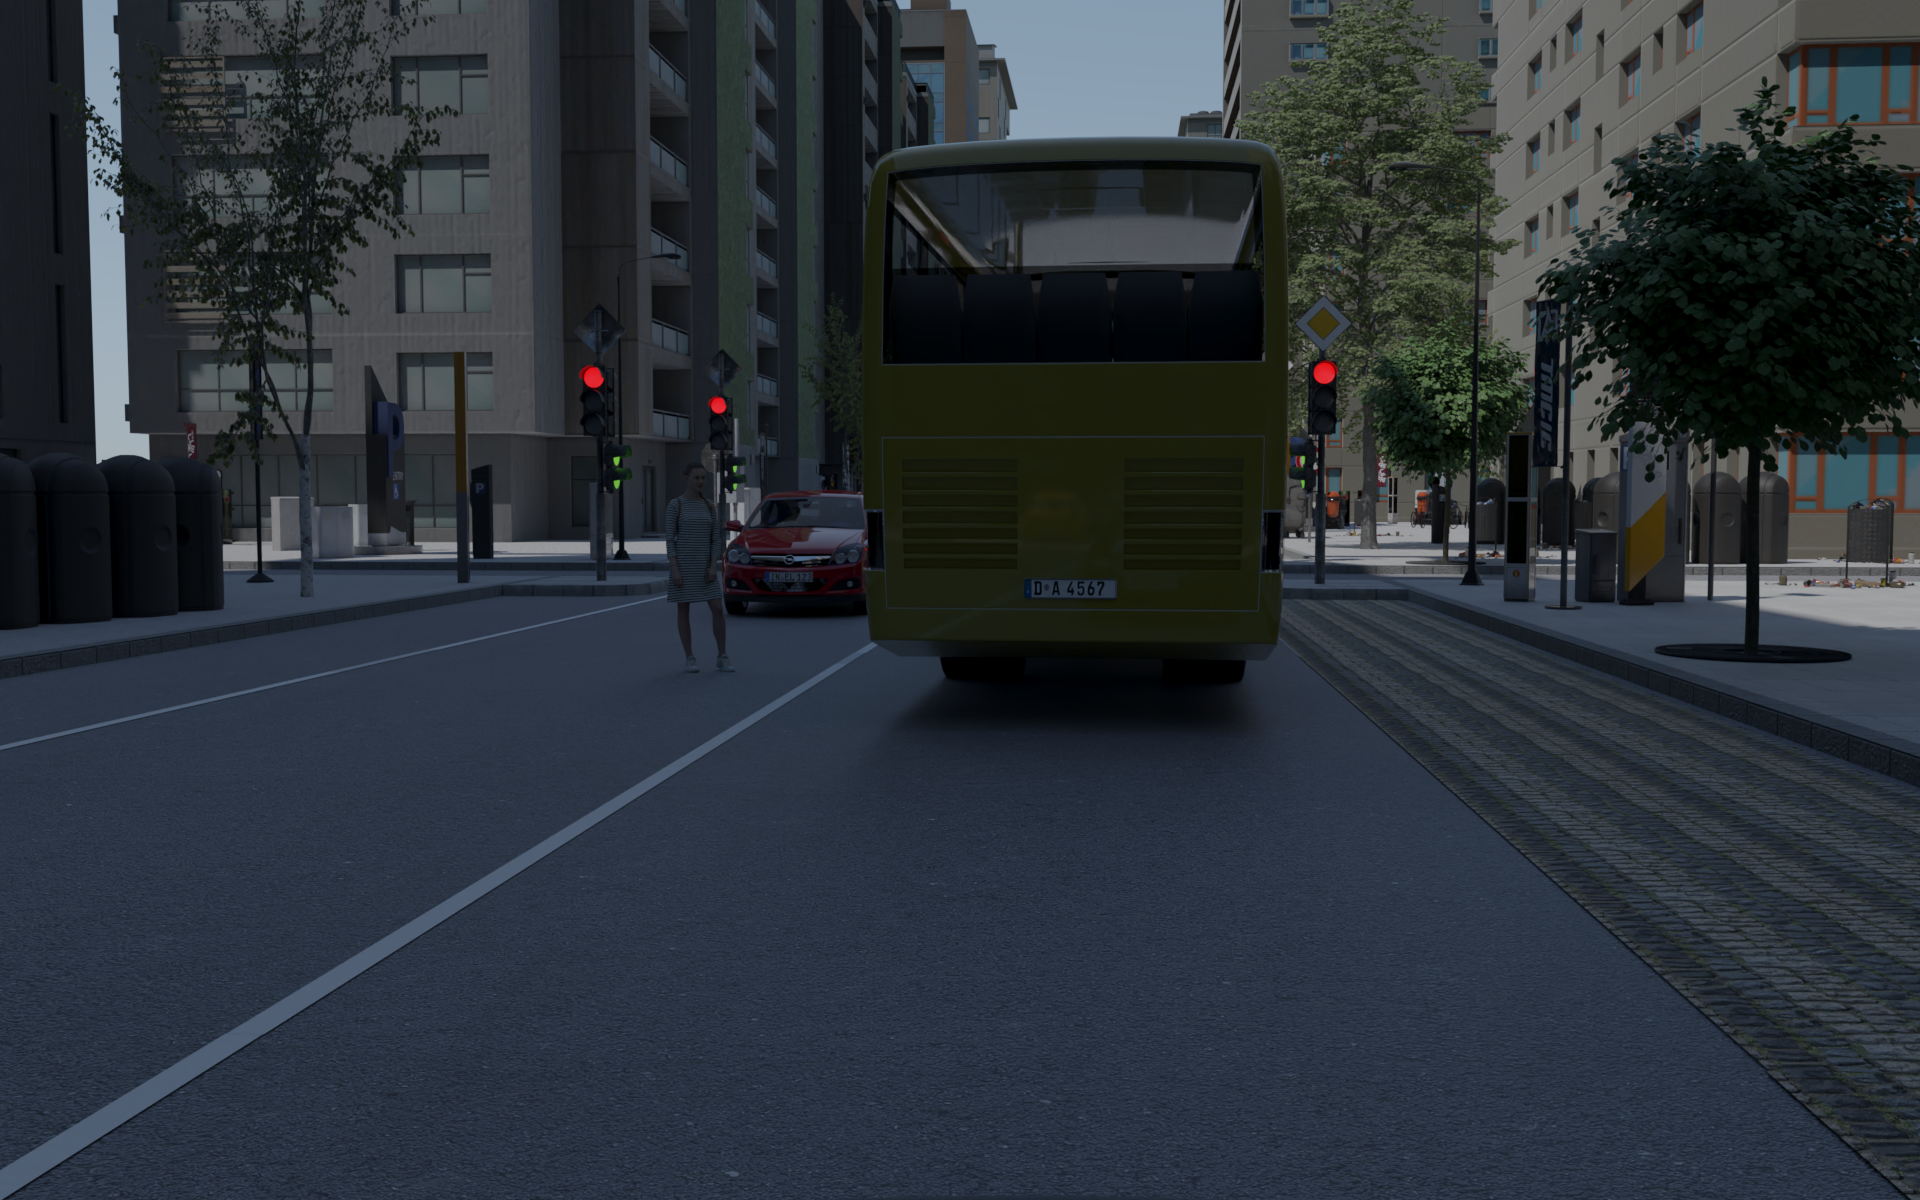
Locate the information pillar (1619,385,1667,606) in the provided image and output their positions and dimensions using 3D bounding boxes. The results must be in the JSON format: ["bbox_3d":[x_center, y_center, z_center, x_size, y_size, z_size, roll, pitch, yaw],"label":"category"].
[{"bbox_3d":[7.893,-1.747,19.916,0.504,3.616,0.183,-1,4,-17],"label":"information pillar"}]

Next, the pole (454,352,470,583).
[{"bbox_3d":[-7.170,-1.902,24.937,0.158,3.312,0.155,0,3,0],"label":"pole"}]

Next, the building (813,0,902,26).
[{"bbox_3d":[-10.936,-19.779,95.089,14.160,30.474,14.107,0,4,5],"label":"building"}]

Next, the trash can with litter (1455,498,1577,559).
[{"bbox_3d":[10.980,-1.460,34.923,2.233,1.210,1.678,0,4,3],"label":"trash can with litter"}]

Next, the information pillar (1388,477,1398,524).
[{"bbox_3d":[18.568,-4.268,74.273,0.304,2.012,0.304,-2,4,-31],"label":"information pillar"}]

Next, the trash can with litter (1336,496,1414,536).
[{"bbox_3d":[12.683,-2.556,52.844,2.233,1.210,1.678,1,4,20],"label":"trash can with litter"}]

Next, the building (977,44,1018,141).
[{"bbox_3d":[-8.042,-37.939,209.533,28.713,52.752,27.495,0,4,5],"label":"building"}]

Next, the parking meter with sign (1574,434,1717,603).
[{"bbox_3d":[8.242,-1.491,20.647,1.738,3.016,0.543,-1,4,-11],"label":"parking meter with sign"}]

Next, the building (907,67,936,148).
[{"bbox_3d":[-9.331,-21.111,116.865,14.160,30.474,14.107,0,4,5],"label":"building"}]

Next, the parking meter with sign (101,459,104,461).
[{"bbox_3d":[-43.862,-5.586,87.586,1.738,3.016,0.543,1,4,13],"label":"parking meter with sign"}]

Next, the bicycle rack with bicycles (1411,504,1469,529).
[{"bbox_3d":[18.214,-3.122,64.431,2.852,0.926,2.925,0,4,2],"label":"bicycle rack with bicycles"}]

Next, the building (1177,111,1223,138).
[{"bbox_3d":[43.734,-39.468,234.540,28.713,52.752,27.495,0,4,5],"label":"building"}]

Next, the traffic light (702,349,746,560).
[{"bbox_3d":[-4.584,-2.727,33.511,0.839,4.253,0.868,0,4,5],"label":"traffic light"}]

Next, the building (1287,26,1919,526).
[{"bbox_3d":[31.516,-15.070,91.439,27.650,21.520,28.899,0,4,5],"label":"building"}]

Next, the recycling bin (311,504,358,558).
[{"bbox_3d":[-12.720,-1.369,34.942,0.722,1.027,0.722,-3,5,-43],"label":"recycling bin"}]

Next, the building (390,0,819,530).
[{"bbox_3d":[-14.142,-23.811,72.903,14.154,41.232,14.086,0,4,5],"label":"building"}]

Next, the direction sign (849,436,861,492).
[{"bbox_3d":[-3.915,-4.653,68.068,0.876,3.537,0.379,1,4,8],"label":"direction sign"}]

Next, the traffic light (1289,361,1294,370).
[{"bbox_3d":[5.837,-2.671,32.596,0.839,4.253,0.868,0,4,5],"label":"traffic light"}]

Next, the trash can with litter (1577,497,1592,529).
[{"bbox_3d":[14.232,-1.812,40.690,2.233,1.210,1.678,-1,4,-22],"label":"trash can with litter"}]

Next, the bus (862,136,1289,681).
[{"bbox_3d":[1.371,-1.509,16.213,2.896,3.916,12.252,0,4,7],"label":"bus"}]

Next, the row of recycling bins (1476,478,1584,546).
[{"bbox_3d":[14.693,-2.232,43.610,3.534,1.692,1.069,3,4,36],"label":"row of recycling bins"}]

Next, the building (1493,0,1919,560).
[{"bbox_3d":[31.759,-12.283,45.868,28.899,21.520,27.650,0,4,5],"label":"building"}]

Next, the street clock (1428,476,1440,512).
[{"bbox_3d":[18.985,-3.966,69.410,0.471,2.002,0.358,1,4,20],"label":"street clock"}]

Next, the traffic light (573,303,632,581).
[{"bbox_3d":[-5.298,-2.241,25.558,0.839,4.253,0.868,0,4,5],"label":"traffic light"}]

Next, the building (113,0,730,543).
[{"bbox_3d":[-14.488,-22.459,50.802,14.154,41.232,14.086,0,4,5],"label":"building"}]

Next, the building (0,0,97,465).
[{"bbox_3d":[-34.256,-16.828,46.847,14.107,30.474,14.160,0,4,5],"label":"building"}]

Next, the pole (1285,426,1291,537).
[{"bbox_3d":[9.690,-3.522,51.425,0.158,3.312,0.155,0,3,0],"label":"pole"}]

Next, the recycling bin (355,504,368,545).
[{"bbox_3d":[-14.687,-1.857,42.918,0.722,1.027,0.722,-3,4,-36],"label":"recycling bin"}]

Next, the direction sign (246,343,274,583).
[{"bbox_3d":[-10.176,-2.023,25.080,0.379,3.537,0.876,-2,4,-31],"label":"direction sign"}]

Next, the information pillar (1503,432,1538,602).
[{"bbox_3d":[6.691,-0.988,20.654,0.304,2.012,0.304,2,4,34],"label":"information pillar"}]

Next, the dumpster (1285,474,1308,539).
[{"bbox_3d":[9.429,-2.725,50.308,1.264,1.857,1.865,0,4,5],"label":"dumpster"}]

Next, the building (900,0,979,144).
[{"bbox_3d":[-5.704,-31.139,159.232,14.600,45.320,14.200,0,4,5],"label":"building"}]

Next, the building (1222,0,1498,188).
[{"bbox_3d":[30.905,-30.914,129.143,21.300,48.544,21.600,0,4,5],"label":"building"}]

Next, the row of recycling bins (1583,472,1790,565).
[{"bbox_3d":[13.478,-1.515,31.875,3.534,1.692,1.069,0,4,-2],"label":"row of recycling bins"}]

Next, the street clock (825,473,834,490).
[{"bbox_3d":[-4.563,-3.427,60.602,0.358,2.002,0.471,1,4,12],"label":"street clock"}]

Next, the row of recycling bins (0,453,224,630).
[{"bbox_3d":[-8.918,-0.657,17.859,1.069,1.692,3.534,1,4,15],"label":"row of recycling bins"}]

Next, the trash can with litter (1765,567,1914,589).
[{"bbox_3d":[12.185,-0.799,24.117,2.233,1.210,1.678,1,4,18],"label":"trash can with litter"}]
